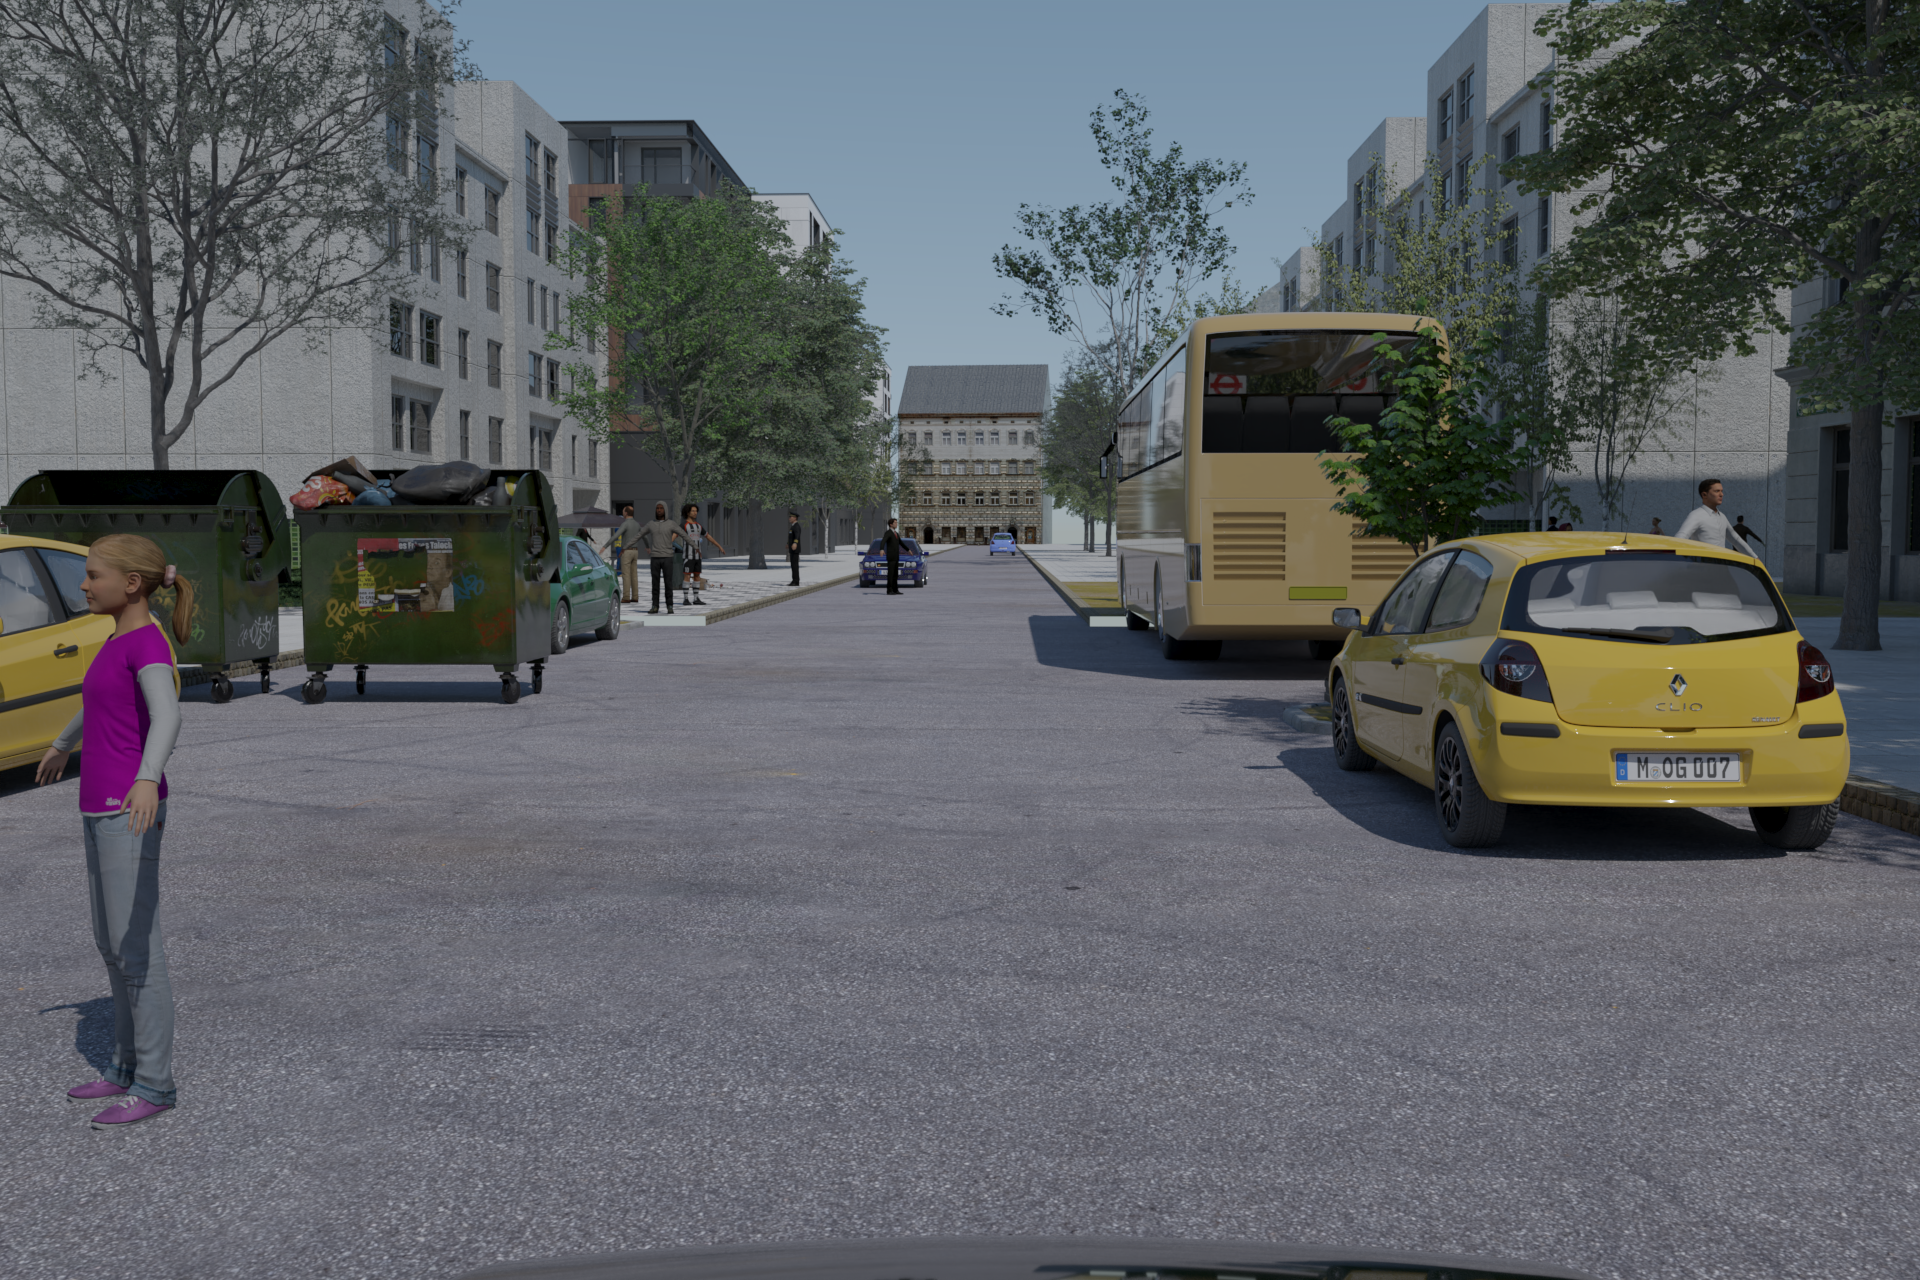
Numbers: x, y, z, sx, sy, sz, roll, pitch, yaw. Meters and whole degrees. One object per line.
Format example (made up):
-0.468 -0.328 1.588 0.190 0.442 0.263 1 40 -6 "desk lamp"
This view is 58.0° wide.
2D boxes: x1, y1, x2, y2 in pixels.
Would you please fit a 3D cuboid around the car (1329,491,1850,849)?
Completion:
3.115 0.056 9.316 2.015 1.641 3.980 0 4 1 "car"

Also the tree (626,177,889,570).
-7.351 -9.517 62.252 9.857 13.997 8.962 0 3 0 "tree"

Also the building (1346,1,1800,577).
26.185 -12.224 66.313 16.747 18.905 31.486 0 4 2 "building"

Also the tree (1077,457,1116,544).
18.923 -19.184 220.315 9.857 13.997 8.962 0 3 0 "tree"

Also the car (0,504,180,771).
-5.928 0.043 9.513 2.015 1.641 3.980 0 4 1 "car"

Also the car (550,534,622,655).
-5.602 -0.632 22.130 2.131 1.459 4.920 0 4 1 "car"

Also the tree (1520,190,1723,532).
14.004 -5.365 38.081 4.360 8.622 3.978 0 3 0 "tree"

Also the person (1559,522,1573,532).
8.188 -0.862 23.302 0.989 1.438 0.599 -2 4 -32 "person"

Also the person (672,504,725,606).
-4.808 -1.530 31.154 0.704 1.843 1.345 3 5 43 "person"

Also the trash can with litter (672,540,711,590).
-6.247 -1.736 39.775 1.055 1.170 0.624 0 4 2 "trash can with litter"

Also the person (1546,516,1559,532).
15.094 -2.305 44.408 1.216 1.740 0.721 -2 4 -34 "person"

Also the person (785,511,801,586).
-4.108 -2.248 42.695 0.705 1.837 1.347 -1 4 -13 "person"

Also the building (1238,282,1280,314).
28.378 -19.396 148.049 19.493 23.208 18.063 0 4 2 "building"

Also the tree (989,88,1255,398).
6.941 -13.506 76.717 12.611 20.169 13.585 0 3 0 "tree"

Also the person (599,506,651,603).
-6.173 -1.586 32.208 0.705 1.796 1.348 2 4 31 "person"

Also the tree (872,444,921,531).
-5.714 -11.142 132.534 4.360 8.622 3.978 0 3 0 "tree"

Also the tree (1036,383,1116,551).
9.140 -12.953 129.904 7.486 12.596 7.792 0 3 0 "tree"

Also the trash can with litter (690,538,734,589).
-6.182 -1.877 41.746 1.678 1.210 2.233 0 4 1 "trash can with litter"

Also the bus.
3.582 -1.896 22.550 2.896 3.916 12.252 0 4 2 "bus"

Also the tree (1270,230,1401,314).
9.302 -5.629 42.400 4.360 8.622 3.978 0 3 0 "tree"

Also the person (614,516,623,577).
-10.126 -2.805 51.824 0.705 1.833 1.349 0 4 4 "person"

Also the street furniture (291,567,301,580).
-14.441 -1.835 45.621 5.734 0.657 10.072 0 4 7 "street furniture"

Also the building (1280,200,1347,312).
29.037 -14.242 99.314 16.747 18.905 31.486 0 4 2 "building"

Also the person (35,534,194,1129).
-2.117 0.456 4.267 0.599 1.433 0.991 -3 4 -39 "person"

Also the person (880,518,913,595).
-1.553 -1.965 40.767 0.705 1.806 1.347 2 4 30 "person"

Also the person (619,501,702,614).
-4.804 -1.329 27.853 1.348 1.813 0.705 0 4 3 "person"

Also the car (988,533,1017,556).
2.815 -6.424 114.623 1.945 1.707 3.694 0 4 1 "car"

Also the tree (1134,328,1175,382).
7.585 -6.890 63.018 4.360 8.622 3.978 0 3 0 "tree"

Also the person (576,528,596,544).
-13.438 -3.410 61.947 0.705 1.806 1.347 1 4 18 "person"

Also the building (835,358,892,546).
-22.973 -21.749 199.563 27.936 21.610 32.646 0 4 2 "building"

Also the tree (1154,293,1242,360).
7.753 -6.344 54.089 4.737 8.622 4.395 0 3 0 "tree"

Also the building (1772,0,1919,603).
25.259 -14.603 15.182 17.030 29.872 44.131 0 4 1 "building"

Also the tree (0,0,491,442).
-11.735 -7.038 25.440 12.009 13.543 11.850 0 3 0 "tree"

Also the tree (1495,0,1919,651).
10.037 -6.187 19.281 7.486 12.596 7.792 0 3 0 "tree"

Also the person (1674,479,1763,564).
7.215 -0.641 16.634 1.344 1.810 0.704 -2 4 -29 "person"

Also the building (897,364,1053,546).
2.329 -23.863 223.548 18.063 23.208 19.493 0 4 7 "building"

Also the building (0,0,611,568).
-25.759 -12.336 68.146 16.747 18.905 31.486 0 4 2 "building"

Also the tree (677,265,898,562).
-7.712 -10.503 78.379 9.857 13.997 8.962 0 3 0 "tree"

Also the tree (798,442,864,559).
-6.967 -8.515 89.586 4.360 8.622 3.978 0 3 0 "tree"

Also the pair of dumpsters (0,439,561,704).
-5.814 -0.615 15.004 4.436 2.255 1.574 0 4 2 "pair of dumpsters"

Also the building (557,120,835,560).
-23.051 -15.807 102.422 27.936 21.610 32.646 0 4 2 "building"

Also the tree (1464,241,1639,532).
14.731 -5.709 43.705 4.737 8.622 4.395 0 3 0 "tree"

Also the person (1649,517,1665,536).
18.611 -2.432 46.560 0.721 1.733 1.217 -1 4 -13 "person"

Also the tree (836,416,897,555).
-6.127 -9.509 105.834 4.737 8.622 4.395 0 3 0 "tree"

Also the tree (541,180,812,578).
-8.198 -7.622 50.381 9.928 11.665 9.643 0 3 0 "tree"

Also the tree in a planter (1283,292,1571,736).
3.472 -0.957 12.865 1.991 3.239 1.994 0 4 2 "tree in a planter"

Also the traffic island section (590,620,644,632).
-5.895 -0.212 26.337 1.991 0.108 1.994 0 4 2 "traffic island section"

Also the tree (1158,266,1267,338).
7.105 -6.013 48.668 4.737 8.622 4.395 0 3 0 "tree"

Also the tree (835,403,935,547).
-6.315 -11.612 124.265 8.767 10.594 7.601 -2 4 -25 "tree"

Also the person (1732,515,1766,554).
21.976 -2.608 48.786 1.346 1.812 0.704 3 5 43 "person"

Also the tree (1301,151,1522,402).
8.633 -5.027 32.546 4.737 8.622 4.395 0 3 0 "tree"

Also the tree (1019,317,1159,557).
8.551 -11.448 97.552 12.009 13.543 11.850 0 3 0 "tree"

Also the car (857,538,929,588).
-1.799 -2.130 47.406 1.945 1.354 3.894 0 4 1 "car"

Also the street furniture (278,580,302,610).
-11.736 -1.067 33.077 5.734 0.657 10.072 -2 4 -26 "street furniture"

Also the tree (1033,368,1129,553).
8.838 -12.277 118.850 7.486 12.596 7.792 0 3 0 "tree"
